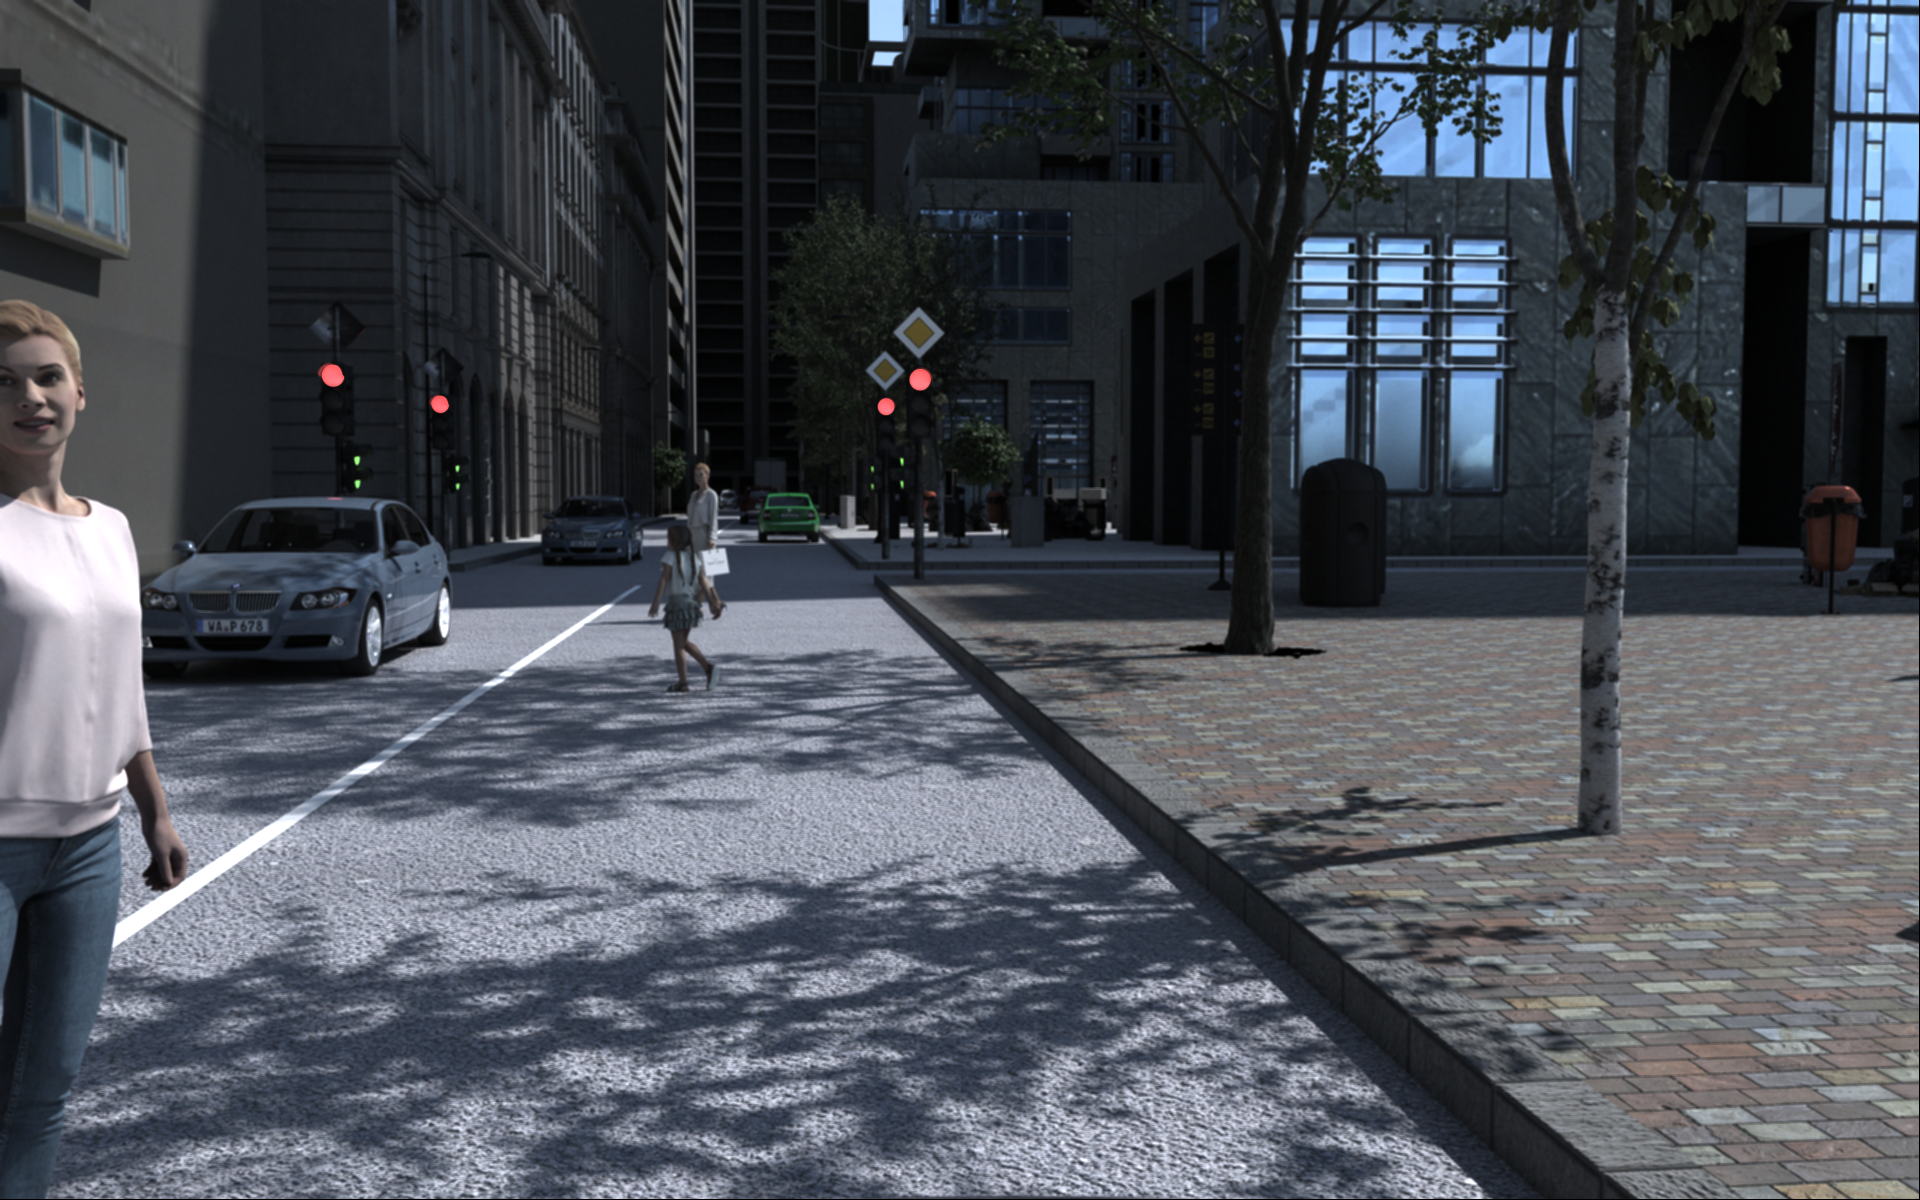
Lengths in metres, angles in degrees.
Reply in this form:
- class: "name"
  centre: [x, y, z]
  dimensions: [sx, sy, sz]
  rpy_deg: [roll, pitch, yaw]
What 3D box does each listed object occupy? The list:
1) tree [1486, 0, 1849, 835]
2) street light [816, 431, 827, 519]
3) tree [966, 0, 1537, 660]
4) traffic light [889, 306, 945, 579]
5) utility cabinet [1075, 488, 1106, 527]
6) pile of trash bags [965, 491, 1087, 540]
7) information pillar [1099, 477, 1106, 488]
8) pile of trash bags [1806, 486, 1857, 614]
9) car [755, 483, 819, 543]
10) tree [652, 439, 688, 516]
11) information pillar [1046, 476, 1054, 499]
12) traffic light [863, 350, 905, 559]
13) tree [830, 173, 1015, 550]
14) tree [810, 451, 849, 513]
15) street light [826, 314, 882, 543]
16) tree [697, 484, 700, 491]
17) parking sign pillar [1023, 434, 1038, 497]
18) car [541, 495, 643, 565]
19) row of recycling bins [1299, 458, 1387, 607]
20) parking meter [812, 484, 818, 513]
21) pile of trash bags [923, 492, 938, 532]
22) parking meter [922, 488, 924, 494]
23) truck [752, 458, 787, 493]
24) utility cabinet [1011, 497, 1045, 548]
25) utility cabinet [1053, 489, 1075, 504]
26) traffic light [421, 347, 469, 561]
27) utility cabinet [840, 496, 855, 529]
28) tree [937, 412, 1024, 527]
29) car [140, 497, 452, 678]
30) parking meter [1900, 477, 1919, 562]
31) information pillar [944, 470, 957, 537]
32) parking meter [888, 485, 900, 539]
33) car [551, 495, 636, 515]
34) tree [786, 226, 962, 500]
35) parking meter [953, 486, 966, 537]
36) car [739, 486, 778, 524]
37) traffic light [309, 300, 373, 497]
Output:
- class: "tree"
  centre: [2.676, -3.423, 6.326]
  dimensions: [4.737, 8.622, 4.395]
  rpy_deg: [0, 3, 0]
- class: "street light"
  centre: [-5.112, -5.745, 66.467]
  dimensions: [1.470, 5.913, 1.316]
  rpy_deg: [0, 4, -6]
- class: "tree"
  centre: [2.505, -5.372, 13.580]
  dimensions: [9.928, 11.665, 9.643]
  rpy_deg: [0, 3, 0]
- class: "traffic light"
  centre: [-0.639, -2.272, 26.060]
  dimensions: [0.839, 4.253, 0.868]
  rpy_deg: [0, 4, -6]
- class: "utility cabinet"
  centre: [5.054, -3.524, 66.293]
  dimensions: [0.318, 1.500, 1.173]
  rpy_deg: [-3, 5, -43]
- class: "pile of trash bags"
  centre: [2.084, -2.442, 49.684]
  dimensions: [3.447, 1.369, 1.912]
  rpy_deg: [-3, 5, -42]
- class: "information pillar"
  centre: [6.227, -4.355, 75.699]
  dimensions: [0.304, 2.012, 0.304]
  rpy_deg: [0, 4, -1]
- class: "pile of trash bags"
  centre: [10.708, -0.515, 18.168]
  dimensions: [3.447, 1.369, 1.912]
  rpy_deg: [2, 4, 23]
- class: "car"
  centre: [-5.212, -2.663, 52.343]
  dimensions: [1.959, 1.807, 4.718]
  rpy_deg: [0, 4, -7]
- class: "tree"
  centre: [-17.948, -7.360, 104.054]
  dimensions: [4.285, 4.588, 4.351]
  rpy_deg: [0, 3, 0]
- class: "information pillar"
  centre: [3.730, -4.142, 72.210]
  dimensions: [0.304, 2.012, 0.304]
  rpy_deg: [0, 4, -3]
- class: "traffic light"
  centre: [-1.484, -2.757, 34.001]
  dimensions: [0.839, 4.253, 0.868]
  rpy_deg: [0, 4, -6]
- class: "tree"
  centre: [-0.589, -5.443, 39.363]
  dimensions: [4.360, 8.622, 3.978]
  rpy_deg: [0, 3, 0]
- class: "tree"
  centre: [-8.543, -8.117, 116.423]
  dimensions: [4.285, 4.588, 4.351]
  rpy_deg: [0, 3, 0]
- class: "street light"
  centre: [-2.634, -4.428, 44.939]
  dimensions: [1.470, 5.913, 1.316]
  rpy_deg: [0, 4, -6]
- class: "tree"
  centre: [-24.585, -10.139, 160.381]
  dimensions: [1.663, 3.219, 1.824]
  rpy_deg: [0, 3, 0]
- class: "parking sign pillar"
  centre: [3.170, -5.454, 77.646]
  dimensions: [1.447, 3.967, 1.447]
  rpy_deg: [1, 4, 14]
- class: "car"
  centre: [-7.684, -1.496, 36.460]
  dimensions: [2.014, 1.417, 4.499]
  rpy_deg: [0, 4, -6]
- class: "row of recycling bins"
  centre: [4.699, -0.863, 21.216]
  dimensions: [1.069, 1.692, 3.534]
  rpy_deg: [1, 4, 15]
- class: "parking meter"
  centre: [-8.164, -5.619, 97.586]
  dimensions: [0.255, 1.863, 0.399]
  rpy_deg: [-2, 4, -34]
- class: "pile of trash bags"
  centre: [-0.366, -3.058, 59.747]
  dimensions: [1.912, 1.369, 3.447]
  rpy_deg: [-2, 4, -32]
- class: "parking meter"
  centre: [-1.649, -3.795, 70.466]
  dimensions: [0.372, 1.533, 0.369]
  rpy_deg: [0, 3, 0]
- class: "truck"
  centre: [-15.253, -9.183, 139.059]
  dimensions: [2.839, 4.237, 11.283]
  rpy_deg: [0, 4, -7]
- class: "utility cabinet"
  centre: [1.625, -1.865, 41.661]
  dimensions: [0.306, 1.237, 1.020]
  rpy_deg: [3, 4, 37]
- class: "utility cabinet"
  centre: [4.487, -4.116, 75.976]
  dimensions: [1.173, 1.500, 0.318]
  rpy_deg: [-1, 4, -22]
- class: "traffic light"
  centre: [-9.846, -2.702, 33.099]
  dimensions: [0.839, 4.253, 0.868]
  rpy_deg: [0, 4, -6]
- class: "utility cabinet"
  centre: [-4.133, -3.222, 63.840]
  dimensions: [0.306, 1.237, 1.020]
  rpy_deg: [1, 4, 14]
- class: "tree"
  centre: [0.826, -5.134, 67.662]
  dimensions: [4.285, 4.588, 4.351]
  rpy_deg: [0, 3, 0]
- class: "car"
  centre: [-5.628, -0.189, 15.091]
  dimensions: [2.014, 1.417, 4.499]
  rpy_deg: [0, 4, -5]
- class: "parking meter"
  centre: [13.403, -0.970, 24.279]
  dimensions: [0.372, 1.533, 0.369]
  rpy_deg: [0, 3, 0]
- class: "information pillar"
  centre: [-0.281, -2.919, 52.223]
  dimensions: [0.304, 2.012, 0.304]
  rpy_deg: [2, 4, 25]
- class: "parking meter"
  centre: [-1.892, -2.488, 49.084]
  dimensions: [0.372, 1.533, 0.369]
  rpy_deg: [0, 3, 0]
- class: "car"
  centre: [-8.771, -1.822, 41.798]
  dimensions: [2.014, 1.417, 4.499]
  rpy_deg: [0, 4, -4]
- class: "tree"
  centre: [-3.670, -9.529, 73.931]
  dimensions: [7.486, 12.596, 7.792]
  rpy_deg: [0, 3, 0]
- class: "parking meter"
  centre: [-0.030, -2.635, 51.494]
  dimensions: [0.372, 1.533, 0.369]
  rpy_deg: [0, 3, 0]
- class: "car"
  centre: [-9.610, -4.606, 83.987]
  dimensions: [2.281, 1.827, 5.304]
  rpy_deg: [0, 4, -5]
- class: "traffic light"
  centre: [-9.002, -2.216, 25.158]
  dimensions: [0.839, 4.253, 0.868]
  rpy_deg: [0, 4, -6]
